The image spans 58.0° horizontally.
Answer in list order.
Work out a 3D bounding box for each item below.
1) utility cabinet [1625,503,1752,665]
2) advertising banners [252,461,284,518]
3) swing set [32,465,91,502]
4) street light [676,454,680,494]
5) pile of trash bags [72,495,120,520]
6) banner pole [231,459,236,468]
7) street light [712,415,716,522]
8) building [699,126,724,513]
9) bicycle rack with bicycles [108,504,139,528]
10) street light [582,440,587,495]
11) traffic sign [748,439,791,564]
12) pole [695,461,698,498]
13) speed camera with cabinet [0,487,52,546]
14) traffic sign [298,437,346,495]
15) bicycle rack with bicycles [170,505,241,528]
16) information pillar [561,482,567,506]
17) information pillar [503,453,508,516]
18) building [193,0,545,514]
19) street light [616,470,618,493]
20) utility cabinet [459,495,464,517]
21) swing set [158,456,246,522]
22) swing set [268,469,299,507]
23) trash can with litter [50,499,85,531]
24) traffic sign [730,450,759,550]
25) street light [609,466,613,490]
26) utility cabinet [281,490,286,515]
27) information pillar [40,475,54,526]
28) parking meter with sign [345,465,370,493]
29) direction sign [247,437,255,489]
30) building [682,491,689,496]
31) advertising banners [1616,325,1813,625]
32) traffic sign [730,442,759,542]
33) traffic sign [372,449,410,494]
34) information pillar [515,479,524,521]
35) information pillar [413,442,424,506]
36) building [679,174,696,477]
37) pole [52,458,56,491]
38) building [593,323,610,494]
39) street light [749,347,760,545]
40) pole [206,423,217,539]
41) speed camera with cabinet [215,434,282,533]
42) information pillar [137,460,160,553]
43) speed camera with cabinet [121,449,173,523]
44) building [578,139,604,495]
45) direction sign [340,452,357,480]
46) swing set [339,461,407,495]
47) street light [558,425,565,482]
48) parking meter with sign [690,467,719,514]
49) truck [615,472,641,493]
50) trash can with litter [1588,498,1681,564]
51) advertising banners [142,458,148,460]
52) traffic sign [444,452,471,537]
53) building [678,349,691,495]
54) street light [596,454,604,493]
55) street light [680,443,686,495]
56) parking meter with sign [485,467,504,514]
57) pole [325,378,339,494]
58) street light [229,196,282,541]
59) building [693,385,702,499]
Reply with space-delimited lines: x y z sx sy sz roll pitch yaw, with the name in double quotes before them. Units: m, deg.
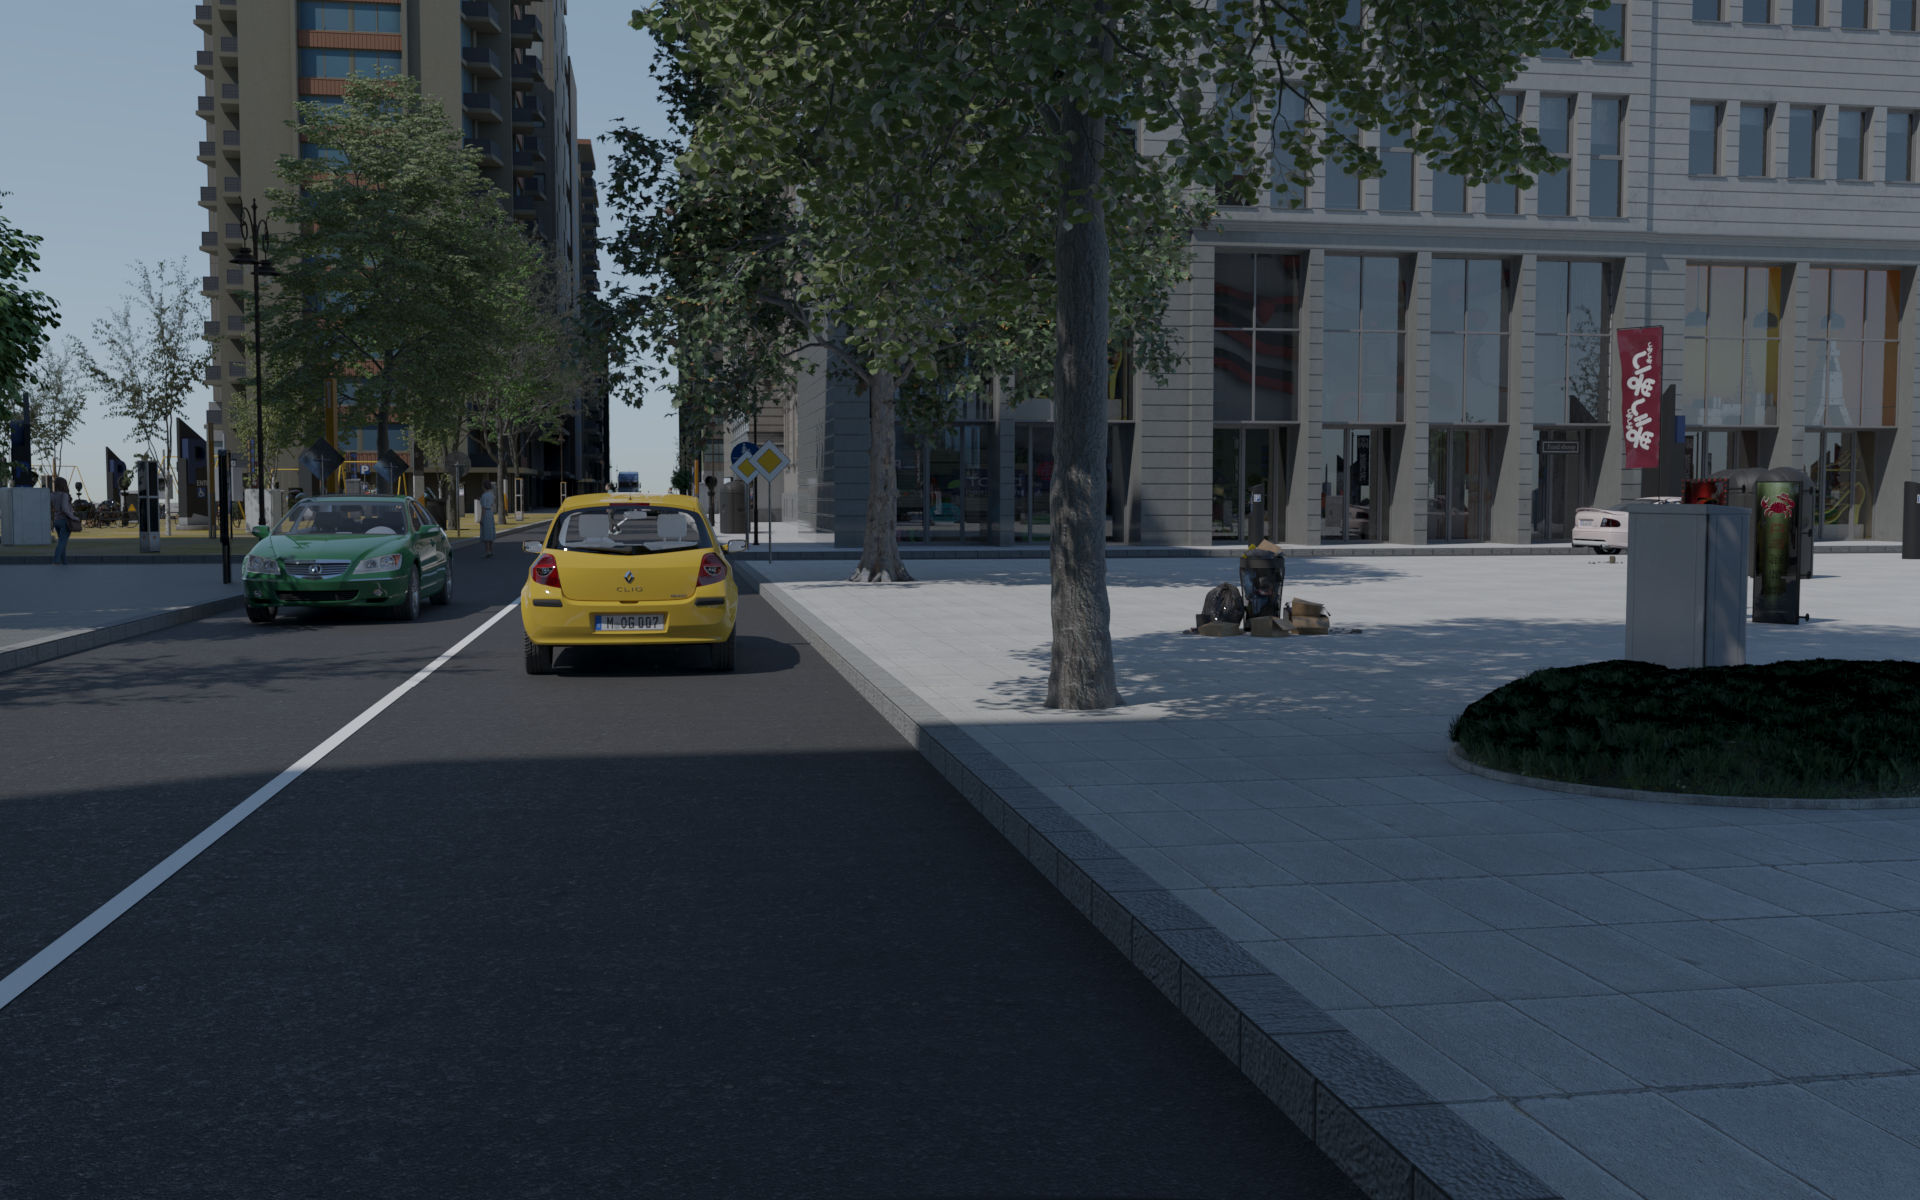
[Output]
"utility cabinet" 4.661 0.002 11.132 0.306 1.237 1.020 0 4 -6
"advertising banners" -37.058 -5.895 92.572 0.090 3.025 2.074 2 4 32
"swing set" -49.536 -5.930 94.574 2.862 2.851 3.119 1 4 22
"street light" -30.364 -13.196 188.535 0.468 5.910 1.993 -1 4 -10
"pile of trash bags" -43.522 -4.666 86.034 3.447 1.369 1.912 0 4 7
"banner pole" -45.325 -7.187 107.532 0.863 3.779 0.401 -1 4 -16
"street light" -11.189 -6.462 78.442 0.468 5.910 1.993 -1 4 -10
"building" -11.685 -21.600 124.864 14.160 30.474 14.107 -1 4 -10
"bicycle rack with bicycles" -32.148 -3.166 65.148 2.852 0.926 2.925 3 4 37
"street light" -32.339 -10.798 149.337 0.468 5.910 1.993 -1 4 -10
"traffic sign" -3.502 -1.726 31.857 0.795 2.450 0.064 -1 4 -10
"pole" -15.853 -6.752 104.239 0.158 3.312 0.155 0 3 0
"speed camera with cabinet" -23.562 -2.953 42.625 0.660 3.252 2.038 2 4 34
"traffic sign" -11.234 -1.645 30.537 0.795 2.450 0.064 -1 4 -10
"bicycle rack with bicycles" -28.229 -3.162 65.085 2.852 0.926 2.925 2 4 25
"information pillar" -24.688 -6.328 107.951 0.304 2.012 0.304 0 4 -1
"information pillar" -26.089 -6.612 99.465 0.183 3.616 0.504 0 4 1
"building" -41.381 -28.705 123.958 22.147 44.769 28.867 -1 4 -10
"street light" -52.864 -18.000 267.093 0.468 5.910 1.993 -1 4 -10
"utility cabinet" -27.831 -5.174 95.755 0.306 1.237 1.020 1 4 20
"swing set" -31.395 -4.474 70.769 3.119 2.851 2.862 1 4 19
"swing set" -41.425 -6.761 108.167 3.119 2.851 2.862 0 4 6
"trash can with litter" -31.847 -3.078 61.387 1.678 1.210 2.233 1 4 20
"traffic sign" -4.870 -2.207 39.724 0.795 2.450 0.064 -1 4 -10
"street light" -46.570 -15.807 231.237 0.468 5.910 1.993 -1 4 -10
"utility cabinet" -41.259 -5.871 104.677 1.173 1.500 0.318 2 4 31
"information pillar" -35.197 -3.811 66.801 0.304 2.012 0.304 1 4 18
"parking meter with sign" -30.413 -5.540 86.844 1.738 3.016 0.543 -1 4 -14
"direction sign" -28.106 -4.692 68.709 0.379 3.537 0.876 -3 4 -39
"building" -29.586 -49.452 246.789 20.563 71.187 20.611 -1 4 -10
"advertising banners" 7.605 -1.310 17.605 0.090 3.025 2.074 -3 5 -40
"traffic sign" -5.183 -2.568 42.092 0.768 2.556 0.104 0 4 -2
"traffic sign" -12.602 -2.126 38.404 0.795 2.450 0.064 -1 4 -10
"information pillar" -20.884 -4.746 82.082 0.304 2.012 0.304 0 4 2
"information pillar" -24.597 -5.340 78.660 0.504 3.616 0.183 -3 5 -43
"building" -24.951 -34.784 223.337 22.147 44.769 28.867 -1 4 -10
"pole" -51.283 -6.379 98.141 0.158 3.312 0.155 0 3 0
"building" -59.608 -29.754 258.175 14.160 30.474 14.107 -1 4 -10
"street light" -5.121 -4.314 43.318 0.468 5.910 1.993 -1 4 -10
"pole" -21.463 -3.413 49.639 0.158 3.312 0.155 0 3 0
"speed camera with cabinet" -23.330 -3.818 56.755 2.038 3.252 0.660 1 4 10
"information pillar" -17.708 -2.038 37.807 0.304 2.012 0.304 2 4 23
"speed camera with cabinet" -35.867 -5.018 76.385 2.038 3.252 0.660 0 4 -7
"building" -54.732 -33.798 207.214 22.147 44.769 28.867 -1 4 -10
"direction sign" -32.895 -6.192 93.229 0.876 3.537 0.379 -1 4 -12
"swing set" -28.216 -5.208 82.764 3.119 2.851 2.862 0 4 -5
"street light" -26.281 -8.656 114.320 0.468 5.910 1.993 -1 4 -10
"parking meter with sign" -16.317 -7.008 110.838 1.738 3.016 0.543 1 4 8
"truck" -40.465 -13.627 212.560 2.967 4.110 18.799 -1 4 -9
"trash can with litter" 12.689 -1.274 31.896 2.233 1.210 1.678 0 4 7
"advertising banners" -37.065 -5.001 77.961 0.090 3.025 2.074 0 4 6
"traffic sign" -15.044 -3.168 51.906 0.768 2.556 0.104 -1 4 -9
"building" -35.912 -30.142 264.521 14.160 30.474 14.107 -1 4 -10
"street light" -38.666 -12.992 185.206 0.468 5.910 1.993 -1 4 -10
"street light" -24.321 -11.054 153.516 0.468 5.910 1.993 -1 4 -10
"parking meter with sign" -29.660 -6.928 109.541 1.738 3.016 0.543 0 4 -8
"pole" -11.111 -2.252 30.670 0.158 3.312 0.155 0 3 0
"street light" -11.022 -3.330 27.228 0.468 5.910 1.993 -1 4 -10
"building" -12.918 -20.266 176.388 27.650 21.520 28.899 -1 4 -10
